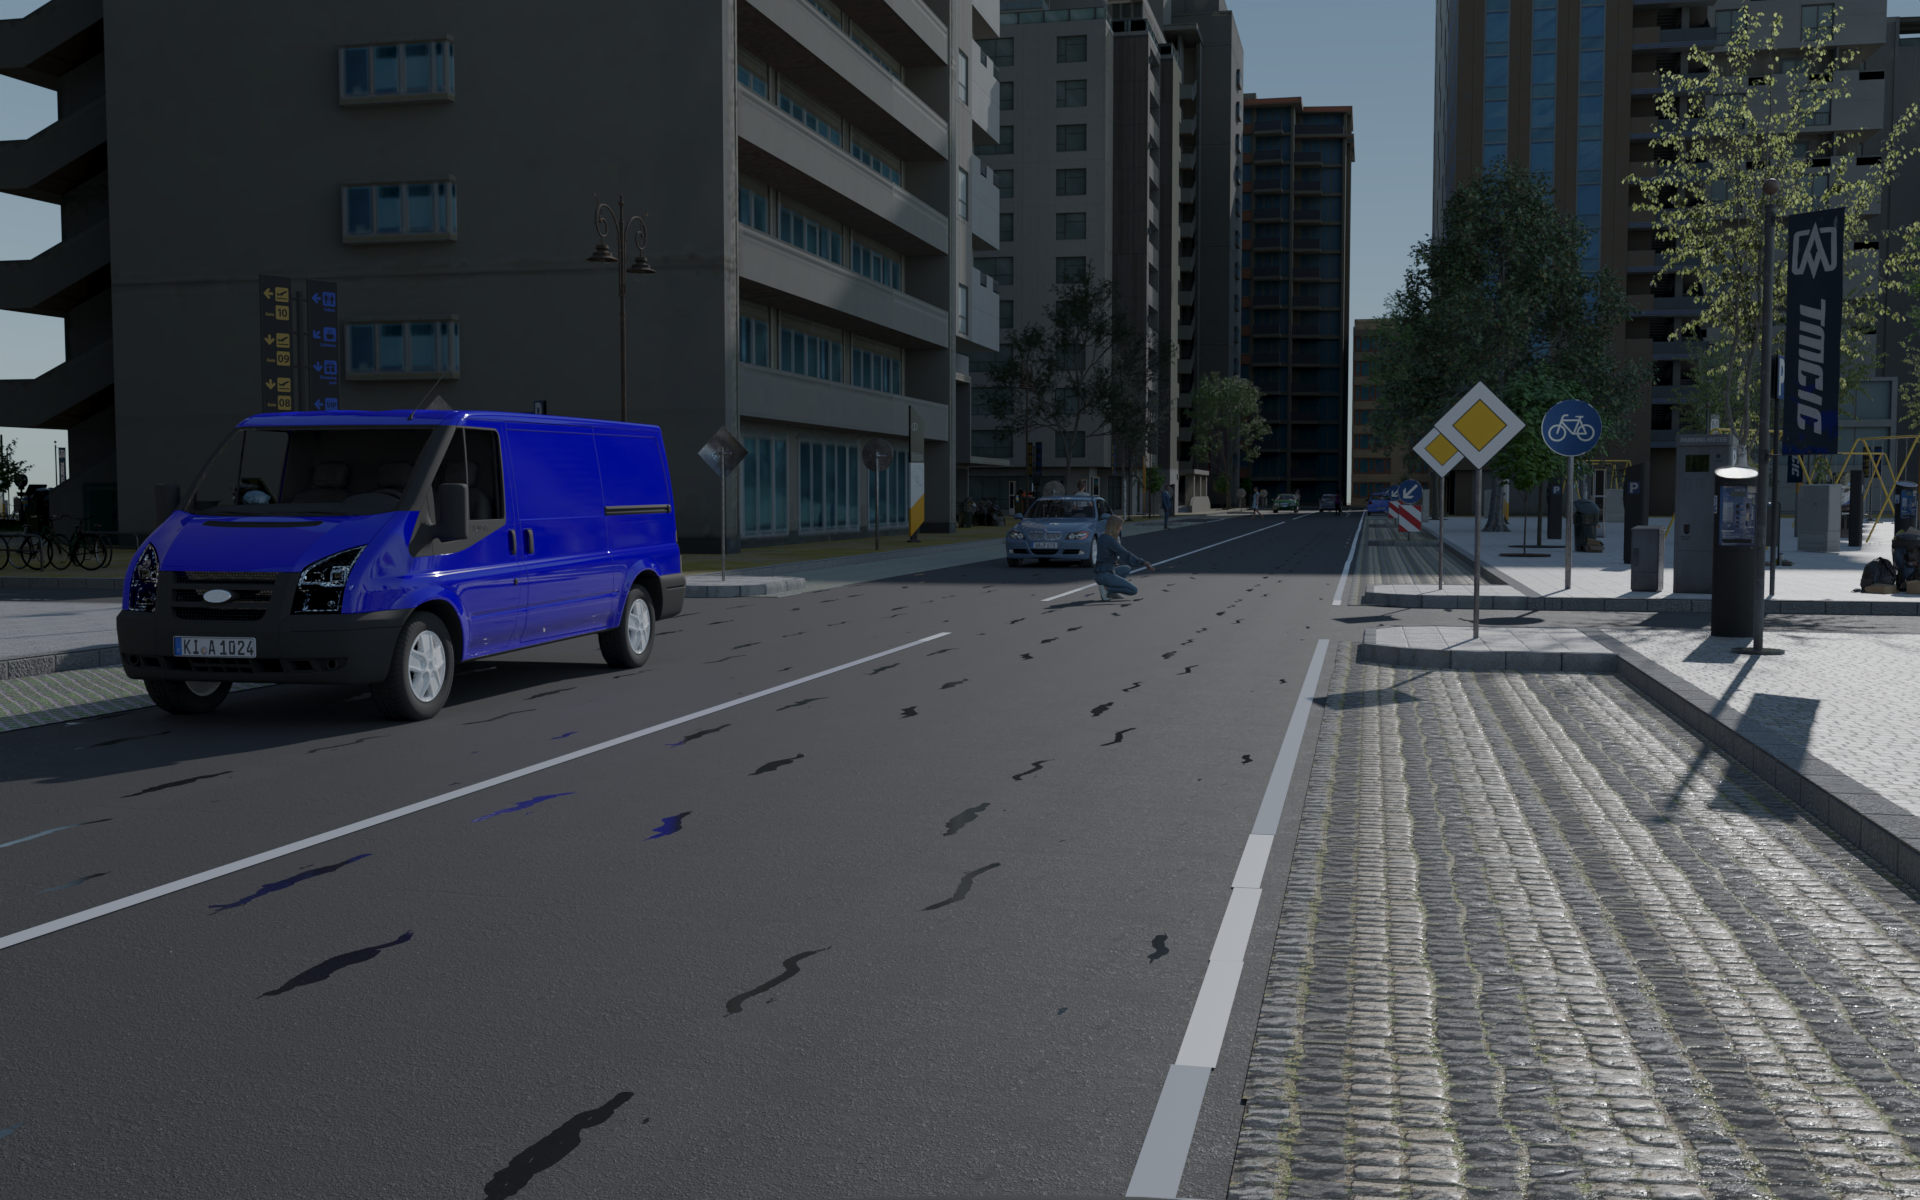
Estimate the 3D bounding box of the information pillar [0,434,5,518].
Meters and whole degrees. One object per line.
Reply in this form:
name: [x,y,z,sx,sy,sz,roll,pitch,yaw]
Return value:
information pillar: [-37.729,-4.698,68.166,0.183,3.616,0.504,-3,5,-42]

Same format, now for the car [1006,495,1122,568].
car: [2.192,-1.435,35.464,2.014,1.417,4.499,1,4,15]

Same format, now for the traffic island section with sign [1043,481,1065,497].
traffic island section with sign: [2.693,-2.549,50.297,1.989,1.847,2.006,1,4,13]

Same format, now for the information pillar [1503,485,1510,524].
information pillar: [23.226,-5.038,73.719,0.183,3.616,0.504,-1,4,-11]

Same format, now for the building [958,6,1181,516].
building: [5.885,-20.543,107.586,14.160,30.474,14.107,1,4,13]

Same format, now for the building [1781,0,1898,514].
building: [48.597,-32.727,124.333,28.713,52.752,27.495,1,4,13]

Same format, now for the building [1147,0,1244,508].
building: [15.391,-33.084,164.631,21.600,48.544,21.300,1,4,13]

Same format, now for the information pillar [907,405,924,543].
information pillar: [-1.166,-3.336,45.895,0.504,3.616,0.183,-3,5,-43]

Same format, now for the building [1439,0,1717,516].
building: [37.178,-27.875,105.871,14.600,45.320,14.200,1,4,13]

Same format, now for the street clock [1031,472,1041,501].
street clock: [2.544,-3.249,57.683,0.358,2.002,0.471,0,4,2]

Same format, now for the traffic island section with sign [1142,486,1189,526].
traffic island section with sign: [9.350,-4.271,78.461,1.989,1.847,2.006,1,4,13]

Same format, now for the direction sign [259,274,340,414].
direction sign: [-6.922,-1.605,18.243,0.379,3.537,0.876,3,4,38]

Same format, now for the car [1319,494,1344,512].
car: [29.769,-7.765,138.965,2.014,1.417,4.499,1,4,14]

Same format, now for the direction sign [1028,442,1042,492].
direction sign: [3.231,-5.119,75.690,0.876,3.537,0.379,3,5,41]

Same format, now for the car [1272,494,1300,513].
car: [24.956,-7.388,132.587,2.131,1.459,4.920,1,4,13]

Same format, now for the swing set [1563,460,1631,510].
swing set: [29.338,-5.026,79.801,3.119,2.851,2.862,0,4,-7]

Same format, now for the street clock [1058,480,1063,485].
street clock: [5.270,-5.311,91.402,0.358,2.002,0.471,1,4,21]

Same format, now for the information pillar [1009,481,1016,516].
information pillar: [3.010,-5.806,99.417,0.304,2.012,0.304,1,4,18]

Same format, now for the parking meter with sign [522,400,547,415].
parking meter with sign: [-8.531,-2.182,31.942,1.738,3.016,0.543,-2,4,-30]

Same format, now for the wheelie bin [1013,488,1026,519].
wheelie bin: [3.089,-4.878,87.656,0.693,1.594,0.980,1,4,13]

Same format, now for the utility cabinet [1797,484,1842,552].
utility cabinet: [18.979,-1.810,38.276,0.318,1.500,1.173,0,4,-4]

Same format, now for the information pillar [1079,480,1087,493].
information pillar: [6.239,-5.118,88.164,0.304,2.012,0.304,-2,4,-28]

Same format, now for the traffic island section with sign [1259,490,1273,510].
traffic island section with sign: [26.539,-8.712,151.067,1.989,1.847,2.006,1,4,13]

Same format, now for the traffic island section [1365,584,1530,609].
traffic island section: [6.455,-0.056,23.203,2.009,0.180,2.903,1,4,13]

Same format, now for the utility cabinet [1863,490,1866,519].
utility cabinet: [46.084,-4.939,89.425,1.173,1.500,0.318,1,4,20]

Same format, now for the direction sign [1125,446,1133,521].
direction sign: [8.011,-5.501,81.939,0.379,3.537,0.876,0,4,3]

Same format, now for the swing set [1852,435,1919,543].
swing set: [25.232,-3.017,46.943,2.862,2.851,3.119,0,4,-3]

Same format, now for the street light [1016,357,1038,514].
street light: [2.268,-5.251,58.634,0.468,5.910,1.993,1,4,13]

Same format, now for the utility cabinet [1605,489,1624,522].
utility cabinet: [29.420,-4.192,77.219,1.173,1.500,0.318,1,4,19]

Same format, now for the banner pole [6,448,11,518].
banner pole: [-50.921,-6.275,92.613,0.401,3.779,0.863,-1,4,-22]

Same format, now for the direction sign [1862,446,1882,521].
direction sign: [43.526,-5.548,82.709,0.379,3.537,0.876,-3,4,-38]

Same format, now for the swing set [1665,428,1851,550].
swing set: [19.173,-2.708,41.902,3.119,2.851,2.862,-2,4,-33]

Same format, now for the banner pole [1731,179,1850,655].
banner pole: [6.560,-1.447,13.670,0.401,3.779,0.863,-2,4,-31]

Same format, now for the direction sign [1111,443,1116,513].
direction sign: [6.780,-5.173,76.577,0.379,3.537,0.876,1,4,15]

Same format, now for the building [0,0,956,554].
building: [-12.918,-25.952,48.025,21.300,48.544,21.600,1,4,13]

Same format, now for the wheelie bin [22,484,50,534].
wheelie bin: [-29.218,-2.879,54.974,0.693,1.594,0.980,2,4,25]

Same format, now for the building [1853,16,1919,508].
building: [81.561,-28.640,151.852,14.086,41.232,14.154,1,4,13]

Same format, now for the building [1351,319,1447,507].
building: [57.772,-21.047,189.159,28.899,21.520,27.650,1,4,13]

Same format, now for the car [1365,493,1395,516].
car: [27.806,-6.420,114.560,1.945,1.707,3.694,1,4,13]

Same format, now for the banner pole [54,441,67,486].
banner pole: [-42.255,-5.586,81.342,0.401,3.779,0.863,1,4,15]

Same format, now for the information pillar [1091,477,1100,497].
information pillar: [5.831,-4.296,74.737,0.304,2.012,0.304,-1,4,-10]

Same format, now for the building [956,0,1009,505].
building: [-13.471,-30.102,81.408,28.713,52.752,27.495,1,4,13]

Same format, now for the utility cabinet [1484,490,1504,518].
utility cabinet: [28.092,-5.031,90.934,0.318,1.500,1.173,-3,4,-36]

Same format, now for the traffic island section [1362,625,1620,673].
traffic island section: [4.616,0.419,15.432,2.009,0.180,2.903,1,4,13]

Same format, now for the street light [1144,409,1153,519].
street light: [9.913,-7.187,90.301,0.468,5.910,1.993,1,4,13]

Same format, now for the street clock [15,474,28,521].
street clock: [-33.635,-3.518,62.086,0.471,2.002,0.358,2,4,26]

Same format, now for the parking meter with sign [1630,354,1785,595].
parking meter with sign: [9.625,-1.596,22.362,1.738,3.016,0.543,2,4,34]

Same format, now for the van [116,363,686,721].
van: [-3.886,-0.517,12.843,2.240,2.365,5.245,1,4,12]

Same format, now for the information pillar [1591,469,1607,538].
information pillar: [18.793,-2.836,50.863,0.304,2.012,0.304,2,4,27]

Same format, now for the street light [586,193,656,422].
street light: [-5.233,-3.312,26.933,0.468,5.910,1.993,1,4,13]

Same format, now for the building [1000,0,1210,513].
building: [1.815,-26.661,127.786,32.217,40.220,23.993,1,4,13]

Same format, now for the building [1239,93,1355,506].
building: [28.910,-32.919,192.851,28.867,44.769,22.147,1,4,13]

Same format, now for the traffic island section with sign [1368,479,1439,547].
traffic island section with sign: [12.315,-2.402,47.900,1.989,1.847,2.006,1,4,13]

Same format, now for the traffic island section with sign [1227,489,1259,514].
traffic island section with sign: [20.327,-7.107,124.834,1.989,1.847,2.006,1,4,13]

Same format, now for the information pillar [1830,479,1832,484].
information pillar: [41.256,-4.727,81.778,0.304,2.012,0.304,0,4,3]

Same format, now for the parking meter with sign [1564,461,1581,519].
parking meter with sign: [32.083,-5.765,90.522,0.543,3.016,1.738,0,4,-2]

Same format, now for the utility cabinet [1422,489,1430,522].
utility cabinet: [21.285,-4.316,79.241,0.318,1.500,1.173,1,4,13]

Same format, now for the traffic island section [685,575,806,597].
traffic island section: [-3.511,-0.200,25.558,2.009,0.180,2.903,1,4,13]
